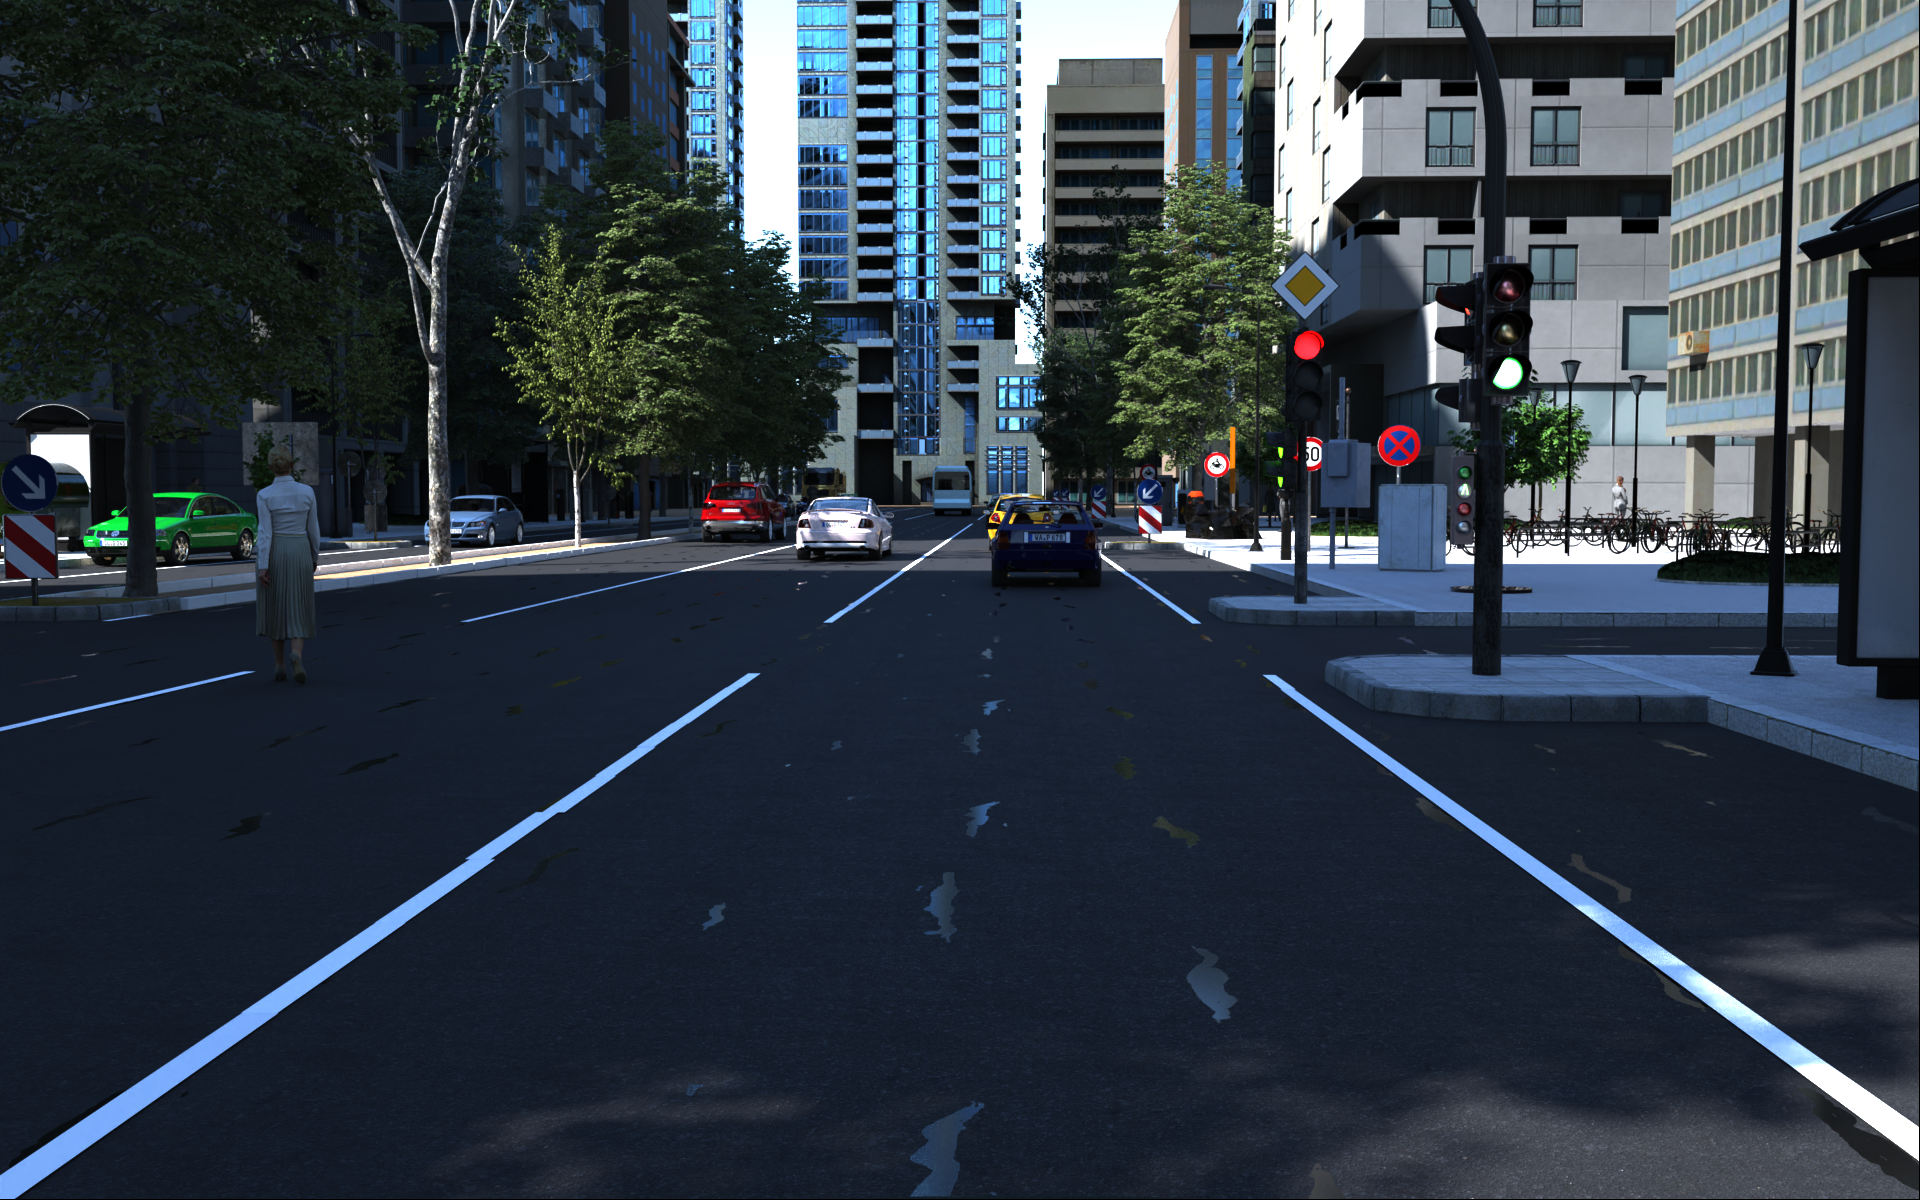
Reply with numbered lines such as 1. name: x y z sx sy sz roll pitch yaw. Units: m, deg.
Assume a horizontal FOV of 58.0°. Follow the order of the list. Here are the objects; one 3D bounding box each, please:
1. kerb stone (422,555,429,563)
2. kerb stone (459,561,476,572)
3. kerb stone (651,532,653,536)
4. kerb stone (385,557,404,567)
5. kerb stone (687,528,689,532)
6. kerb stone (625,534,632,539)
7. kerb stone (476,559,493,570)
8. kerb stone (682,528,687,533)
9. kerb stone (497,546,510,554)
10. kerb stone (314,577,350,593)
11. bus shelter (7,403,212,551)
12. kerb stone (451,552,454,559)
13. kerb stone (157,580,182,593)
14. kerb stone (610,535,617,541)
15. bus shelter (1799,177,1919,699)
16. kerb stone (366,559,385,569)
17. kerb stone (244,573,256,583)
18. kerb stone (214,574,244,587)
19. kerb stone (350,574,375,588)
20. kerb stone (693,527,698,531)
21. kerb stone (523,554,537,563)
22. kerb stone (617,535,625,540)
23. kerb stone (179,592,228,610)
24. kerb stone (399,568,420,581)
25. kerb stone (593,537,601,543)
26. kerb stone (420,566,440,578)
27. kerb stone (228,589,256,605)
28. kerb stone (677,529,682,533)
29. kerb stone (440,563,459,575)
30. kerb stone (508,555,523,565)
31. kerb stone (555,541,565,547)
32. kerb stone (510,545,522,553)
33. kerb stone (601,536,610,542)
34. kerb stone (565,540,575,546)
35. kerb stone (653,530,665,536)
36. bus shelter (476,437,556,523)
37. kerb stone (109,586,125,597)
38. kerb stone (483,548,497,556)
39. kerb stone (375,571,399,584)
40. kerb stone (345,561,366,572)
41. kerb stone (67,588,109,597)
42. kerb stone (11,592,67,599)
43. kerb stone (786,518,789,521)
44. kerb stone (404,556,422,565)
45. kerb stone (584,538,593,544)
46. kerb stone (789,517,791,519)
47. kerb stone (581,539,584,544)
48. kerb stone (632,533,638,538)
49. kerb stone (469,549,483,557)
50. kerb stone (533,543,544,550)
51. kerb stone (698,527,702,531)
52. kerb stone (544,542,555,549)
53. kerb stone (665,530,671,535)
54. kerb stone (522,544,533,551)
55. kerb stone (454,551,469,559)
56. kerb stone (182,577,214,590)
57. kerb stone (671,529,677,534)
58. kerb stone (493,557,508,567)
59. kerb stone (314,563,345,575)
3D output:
1. kerb stone: -11.190 -0.854 36.225 0.120 0.150 1.000 0 4 2
2. kerb stone: -9.221 -0.604 32.068 0.120 0.150 1.000 0 4 2
3. kerb stone: -10.491 -2.165 57.747 0.120 0.150 1.000 0 4 2
4. kerb stone: -11.249 -0.732 34.164 0.120 0.150 1.000 0 4 2
5. kerb stone: -10.270 -2.614 64.934 0.120 0.150 1.000 0 4 2
6. kerb stone: -10.588 -1.983 54.663 0.120 0.150 1.000 0 4 2
7. kerb stone: -9.174 -0.666 33.089 0.120 0.150 1.000 0 4 2
8. kerb stone: -10.305 -2.551 63.909 0.120 0.150 1.000 0 4 2
9. kerb stone: -11.023 -1.172 41.353 0.120 0.150 1.000 0 4 2
10. kerb stone: -9.417 -0.226 25.912 0.120 0.150 1.000 0 4 2
11. bus shelter: -20.124 -2.903 41.383 2.014 3.302 5.546 0 4 2
12. kerb stone: -11.159 -0.921 37.249 0.120 0.150 1.000 0 4 2
13. kerb stone: -11.543 -0.169 24.954 0.120 0.150 1.000 0 4 2
14. kerb stone: -10.659 -1.861 52.619 0.120 0.150 1.000 0 4 2
15. bus shelter: 6.240 -0.877 8.266 2.014 3.302 5.546 0 4 2
16. kerb stone: -11.289 -0.669 33.138 0.120 0.150 1.000 0 4 2
17. kerb stone: -11.451 -0.356 28.020 0.120 0.150 1.000 0 4 2
18. kerb stone: -11.479 -0.292 26.998 0.120 0.150 1.000 0 4 2
19. kerb stone: -9.379 -0.290 26.940 0.120 0.150 1.000 0 4 2
20. kerb stone: -10.225 -2.676 65.956 0.120 0.150 1.000 0 4 2
21. kerb stone: -9.079 -0.855 36.173 0.120 0.150 1.000 0 4 2
22. kerb stone: -10.627 -1.921 53.641 0.120 0.150 1.000 0 4 2
23. kerb stone: -9.549 0.024 21.825 0.120 0.150 1.000 0 4 2
24. kerb stone: -9.318 -0.415 28.986 0.120 0.150 1.000 0 4 2
25. kerb stone: -10.723 -1.736 50.572 0.120 0.150 1.000 0 4 2
26. kerb stone: -9.278 -0.476 30.016 0.120 0.150 1.000 0 4 2
27. kerb stone: -9.519 -0.036 22.847 0.120 0.150 1.000 0 4 2
28. kerb stone: -10.326 -2.486 62.885 0.120 0.150 1.000 0 4 2
29. kerb stone: -9.247 -0.541 31.046 0.120 0.150 1.000 0 4 2
30. kerb stone: -9.114 -0.792 35.148 0.120 0.150 1.000 0 4 2
31. kerb stone: -10.862 -1.480 46.479 0.120 0.150 1.000 0 4 2
32. kerb stone: -10.983 -1.234 42.374 0.120 0.150 1.000 0 4 2
33. kerb stone: -10.690 -1.798 51.597 0.120 0.150 1.000 0 4 2
34. kerb stone: -10.824 -1.548 47.500 0.120 0.150 1.000 0 4 2
35. kerb stone: -10.425 -2.299 59.793 0.120 0.150 1.000 0 4 2
36. bus shelter: -18.877 -5.051 73.862 1.731 3.624 6.357 0 4 2
37. kerb stone: -11.575 -0.106 23.932 0.120 0.150 1.000 0 4 2
38. kerb stone: -11.052 -1.106 40.325 0.120 0.150 1.000 0 4 2
39. kerb stone: -9.342 -0.353 27.962 0.120 0.150 1.000 0 4 2
40. kerb stone: -11.318 -0.607 32.115 0.120 0.150 1.000 0 4 2
41. kerb stone: -11.610 -0.043 22.902 0.120 0.150 1.000 0 4 2
42. kerb stone: -11.644 0.025 21.881 0.120 0.150 1.000 0 4 2
43. kerb stone: -9.381 -4.305 92.587 0.120 0.150 1.000 0 4 2
44. kerb stone: -11.216 -0.794 35.193 0.120 0.150 1.000 0 4 2
45. kerb stone: -10.754 -1.669 49.545 0.120 0.150 1.000 0 4 2
46. kerb stone: -9.309 -4.429 94.640 0.120 0.150 1.000 0 4 2
47. kerb stone: -10.791 -1.610 48.522 0.120 0.150 1.000 0 4 2
48. kerb stone: -10.562 -2.045 55.685 0.120 0.150 1.000 0 4 2
49. kerb stone: -11.089 -1.046 39.303 0.120 0.150 1.000 0 4 2
50. kerb stone: -10.924 -1.359 44.418 0.120 0.150 1.000 0 4 2
51. kerb stone: -10.200 -2.739 66.978 0.120 0.150 1.000 0 4 2
52. kerb stone: -10.887 -1.423 45.453 0.120 0.150 1.000 0 4 2
53. kerb stone: -10.396 -2.363 60.826 0.120 0.150 1.000 0 4 2
54. kerb stone: -10.961 -1.297 43.397 0.120 0.150 1.000 0 4 2
55. kerb stone: -11.119 -0.982 38.270 0.120 0.150 1.000 0 4 2
56. kerb stone: -11.519 -0.231 25.976 0.120 0.150 1.000 0 4 2
57. kerb stone: -10.363 -2.421 61.853 0.120 0.150 1.000 0 4 2
58. kerb stone: -9.158 -0.729 34.119 0.120 0.150 1.000 0 4 2
59. kerb stone: -11.349 -0.542 31.093 0.120 0.150 1.000 0 4 2
